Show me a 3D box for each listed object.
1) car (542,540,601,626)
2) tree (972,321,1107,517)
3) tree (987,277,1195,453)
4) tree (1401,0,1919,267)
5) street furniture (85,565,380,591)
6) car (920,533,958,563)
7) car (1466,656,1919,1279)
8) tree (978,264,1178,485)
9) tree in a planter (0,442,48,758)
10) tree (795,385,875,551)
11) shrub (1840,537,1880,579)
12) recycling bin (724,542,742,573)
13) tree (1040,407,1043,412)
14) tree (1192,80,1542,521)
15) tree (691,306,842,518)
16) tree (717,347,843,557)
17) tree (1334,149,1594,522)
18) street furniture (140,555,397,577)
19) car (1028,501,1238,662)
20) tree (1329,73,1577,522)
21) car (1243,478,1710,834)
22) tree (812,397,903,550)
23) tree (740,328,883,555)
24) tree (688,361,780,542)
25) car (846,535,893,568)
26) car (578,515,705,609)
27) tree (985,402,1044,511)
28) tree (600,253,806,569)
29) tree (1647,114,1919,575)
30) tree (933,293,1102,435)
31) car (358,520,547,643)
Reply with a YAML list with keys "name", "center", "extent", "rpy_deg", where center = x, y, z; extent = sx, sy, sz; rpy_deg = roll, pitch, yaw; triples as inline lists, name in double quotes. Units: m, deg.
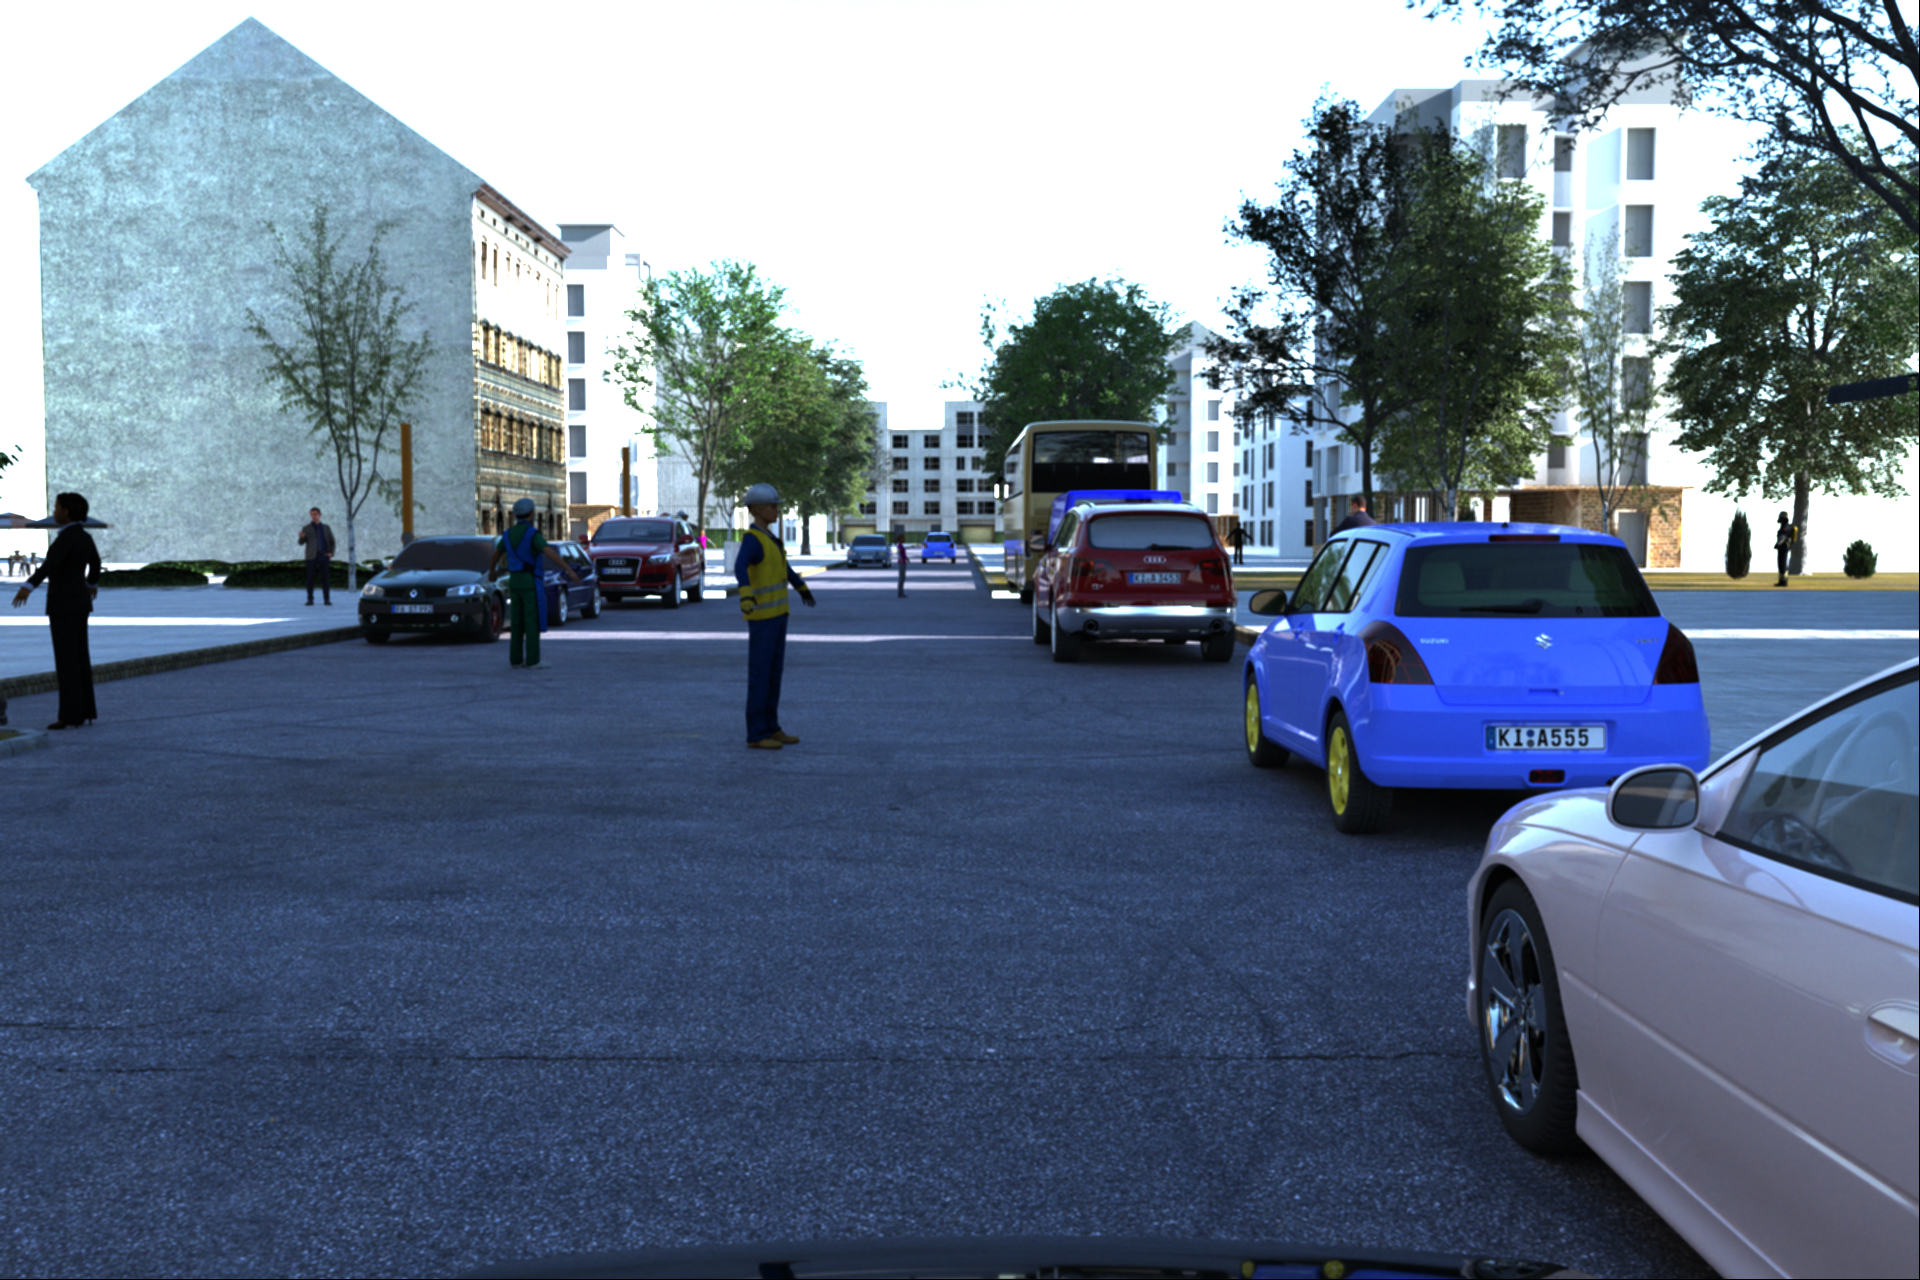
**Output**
- name: "car"
  center: [-7.018, -0.952, 28.141]
  extent: [1.945, 1.354, 3.894]
  rpy_deg: [0, 4, 0]
- name: "tree"
  center: [5.309, -11.976, 102.462]
  extent: [9.857, 13.997, 8.962]
  rpy_deg: [0, 3, 0]
- name: "tree"
  center: [5.109, -8.759, 68.969]
  extent: [9.928, 11.665, 9.643]
  rpy_deg: [0, 3, 0]
- name: "tree"
  center: [8.496, -6.343, 14.074]
  extent: [12.009, 13.543, 11.850]
  rpy_deg: [0, 3, 0]
- name: "street furniture"
  center: [-15.622, -1.621, 42.126]
  extent: [10.072, 0.657, 5.734]
  rpy_deg: [1, 4, 16]
- name: "car"
  center: [-1.046, -4.672, 85.977]
  extent: [1.945, 1.707, 3.694]
  rpy_deg: [0, 4, 0]
- name: "car"
  center: [2.207, 0.597, 2.599]
  extent: [2.083, 1.381, 4.827]
  rpy_deg: [0, 4, 0]
- name: "tree"
  center: [5.600, -10.770, 82.741]
  extent: [9.857, 13.997, 8.962]
  rpy_deg: [0, 3, 0]
- name: "tree in a planter"
  center: [-7.133, -0.847, 11.078]
  extent: [1.991, 3.239, 1.994]
  rpy_deg: [0, 4, 0]
- name: "tree"
  center: [-9.822, -13.046, 131.436]
  extent: [7.486, 12.596, 7.792]
  rpy_deg: [0, 3, 0]
- name: "shrub"
  center: [25.740, -2.350, 49.541]
  extent: [1.383, 1.207, 1.383]
  rpy_deg: [0, 3, 0]
- name: "recycling bin"
  center: [-7.486, -2.771, 57.861]
  extent: [0.722, 1.027, 0.722]
  rpy_deg: [0, 4, 1]
- name: "tree"
  center: [5.077, -8.698, 92.581]
  extent: [4.360, 8.622, 3.978]
  rpy_deg: [0, 3, 0]
- name: "tree"
  center: [8.359, -6.228, 36.244]
  extent: [7.601, 10.594, 8.767]
  rpy_deg: [1, 4, 9]
- name: "tree"
  center: [-9.727, -10.266, 85.970]
  extent: [7.486, 12.596, 7.792]
  rpy_deg: [0, 3, 0]
- name: "tree"
  center: [-10.074, -10.427, 96.239]
  extent: [9.928, 11.665, 9.643]
  rpy_deg: [0, 3, 0]
- name: "tree"
  center: [14.863, -8.179, 51.859]
  extent: [7.486, 12.596, 7.792]
  rpy_deg: [0, 3, 0]
- name: "street furniture"
  center: [-20.656, -2.310, 53.387]
  extent: [10.072, 0.657, 5.734]
  rpy_deg: [3, 5, 43]
- name: "car"
  center: [2.007, -0.752, 20.963]
  extent: [2.281, 1.827, 5.304]
  rpy_deg: [0, 4, -1]
- name: "tree"
  center: [7.958, -4.749, 28.013]
  extent: [4.360, 8.622, 3.978]
  rpy_deg: [0, 3, 0]
- name: "car"
  center: [2.633, 0.000, 9.585]
  extent: [1.945, 1.707, 3.694]
  rpy_deg: [0, 4, 0]
- name: "tree"
  center: [-9.811, -14.205, 142.623]
  extent: [12.009, 13.543, 11.850]
  rpy_deg: [0, 3, 0]
- name: "tree"
  center: [-9.753, -12.323, 108.140]
  extent: [9.857, 13.997, 8.962]
  rpy_deg: [0, 3, 0]
- name: "tree"
  center: [-9.923, -7.545, 73.722]
  extent: [4.360, 8.622, 3.978]
  rpy_deg: [0, 3, 0]
- name: "car"
  center: [-3.844, -3.789, 73.959]
  extent: [2.014, 1.417, 4.499]
  rpy_deg: [0, 4, 0]
- name: "car"
  center: [-6.433, -1.610, 35.004]
  extent: [2.281, 1.827, 5.304]
  rpy_deg: [0, 4, 0]
- name: "tree"
  center: [5.285, -12.584, 123.870]
  extent: [7.486, 12.596, 7.792]
  rpy_deg: [0, 3, 0]
- name: "tree"
  center: [-9.375, -8.429, 63.564]
  extent: [9.928, 11.665, 9.643]
  rpy_deg: [0, 3, 0]
- name: "tree"
  center: [26.431, -9.016, 54.074]
  extent: [9.857, 13.997, 8.962]
  rpy_deg: [0, 3, 0]
- name: "tree"
  center: [4.416, -17.224, 137.508]
  extent: [12.611, 20.169, 13.585]
  rpy_deg: [0, 3, 0]
- name: "car"
  center: [-6.970, -0.873, 24.053]
  extent: [2.009, 1.686, 4.222]
  rpy_deg: [0, 3, 0]
